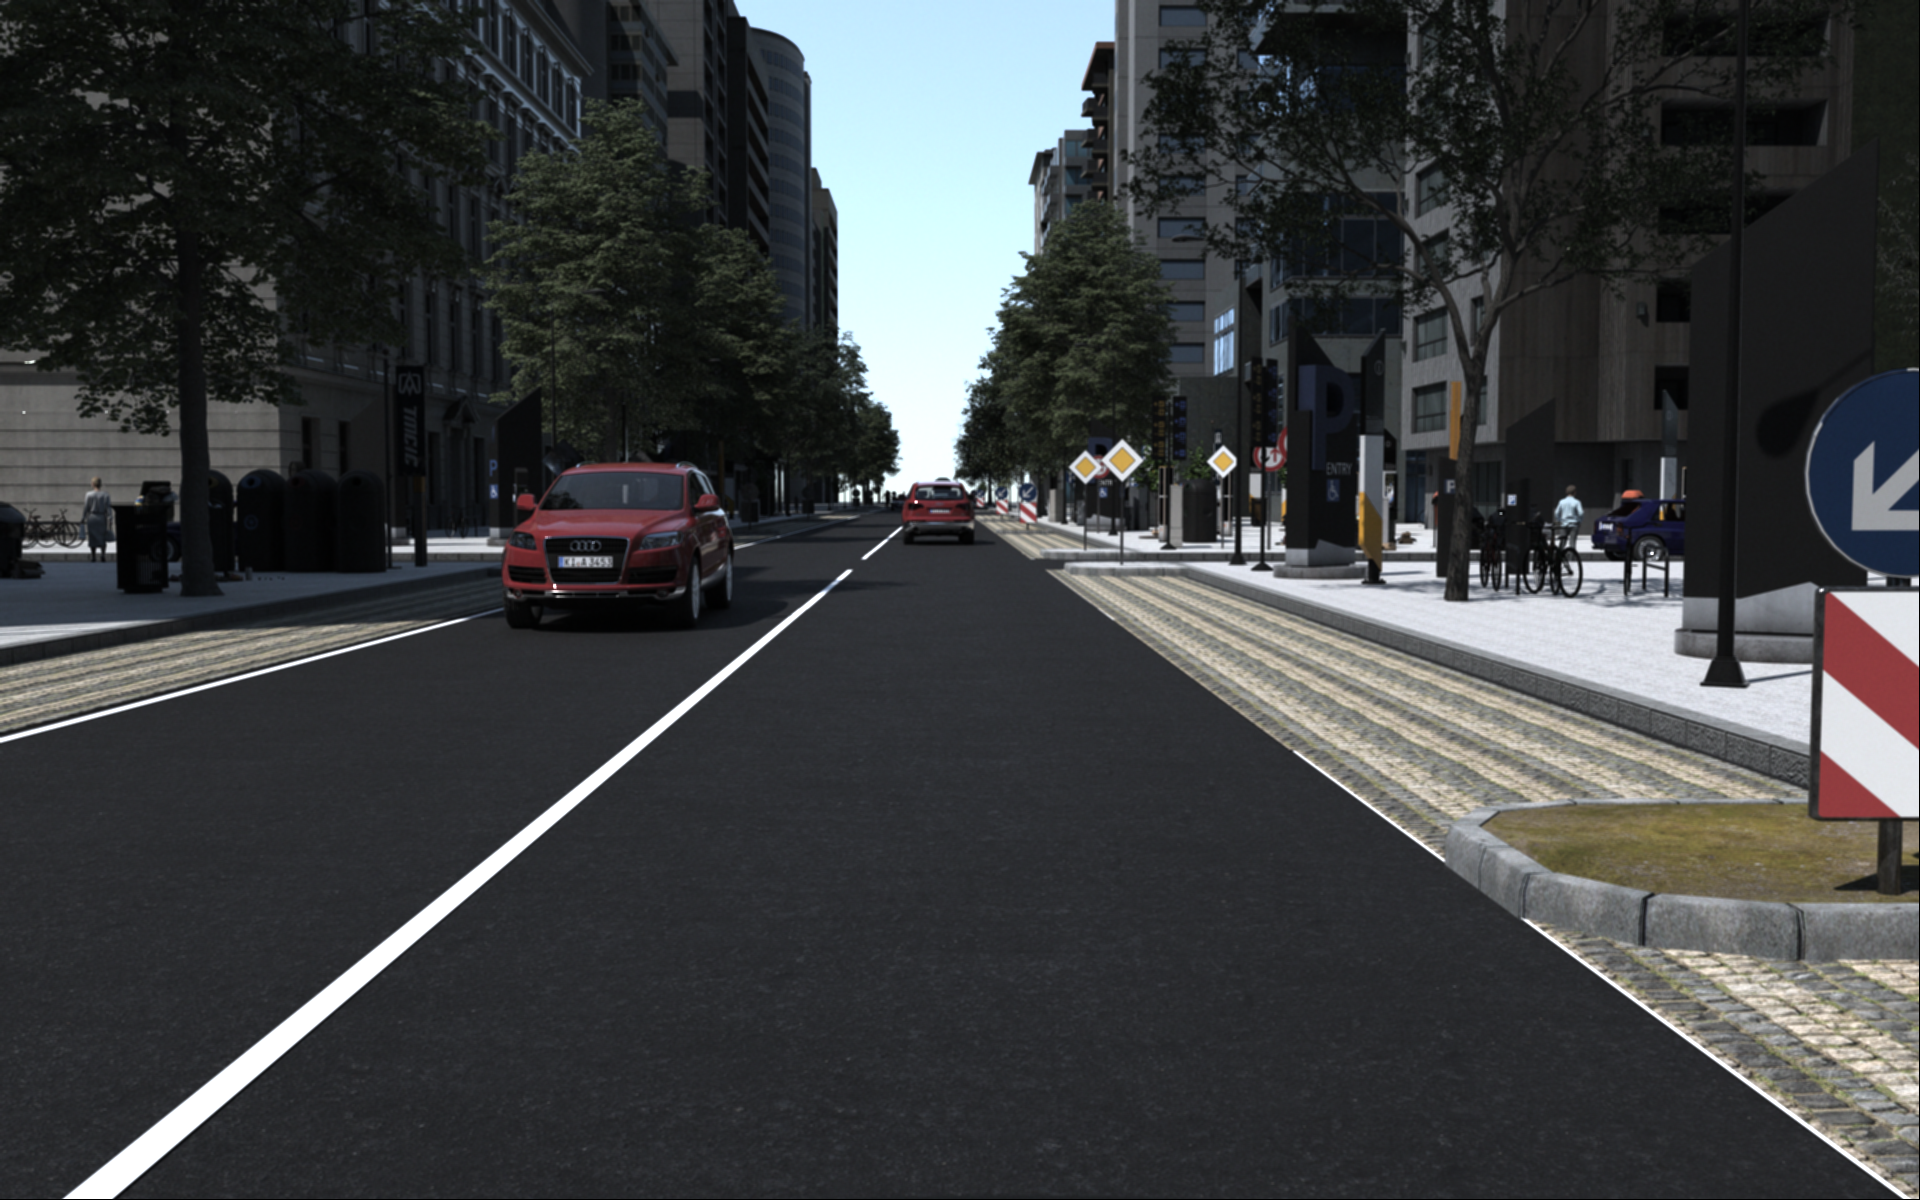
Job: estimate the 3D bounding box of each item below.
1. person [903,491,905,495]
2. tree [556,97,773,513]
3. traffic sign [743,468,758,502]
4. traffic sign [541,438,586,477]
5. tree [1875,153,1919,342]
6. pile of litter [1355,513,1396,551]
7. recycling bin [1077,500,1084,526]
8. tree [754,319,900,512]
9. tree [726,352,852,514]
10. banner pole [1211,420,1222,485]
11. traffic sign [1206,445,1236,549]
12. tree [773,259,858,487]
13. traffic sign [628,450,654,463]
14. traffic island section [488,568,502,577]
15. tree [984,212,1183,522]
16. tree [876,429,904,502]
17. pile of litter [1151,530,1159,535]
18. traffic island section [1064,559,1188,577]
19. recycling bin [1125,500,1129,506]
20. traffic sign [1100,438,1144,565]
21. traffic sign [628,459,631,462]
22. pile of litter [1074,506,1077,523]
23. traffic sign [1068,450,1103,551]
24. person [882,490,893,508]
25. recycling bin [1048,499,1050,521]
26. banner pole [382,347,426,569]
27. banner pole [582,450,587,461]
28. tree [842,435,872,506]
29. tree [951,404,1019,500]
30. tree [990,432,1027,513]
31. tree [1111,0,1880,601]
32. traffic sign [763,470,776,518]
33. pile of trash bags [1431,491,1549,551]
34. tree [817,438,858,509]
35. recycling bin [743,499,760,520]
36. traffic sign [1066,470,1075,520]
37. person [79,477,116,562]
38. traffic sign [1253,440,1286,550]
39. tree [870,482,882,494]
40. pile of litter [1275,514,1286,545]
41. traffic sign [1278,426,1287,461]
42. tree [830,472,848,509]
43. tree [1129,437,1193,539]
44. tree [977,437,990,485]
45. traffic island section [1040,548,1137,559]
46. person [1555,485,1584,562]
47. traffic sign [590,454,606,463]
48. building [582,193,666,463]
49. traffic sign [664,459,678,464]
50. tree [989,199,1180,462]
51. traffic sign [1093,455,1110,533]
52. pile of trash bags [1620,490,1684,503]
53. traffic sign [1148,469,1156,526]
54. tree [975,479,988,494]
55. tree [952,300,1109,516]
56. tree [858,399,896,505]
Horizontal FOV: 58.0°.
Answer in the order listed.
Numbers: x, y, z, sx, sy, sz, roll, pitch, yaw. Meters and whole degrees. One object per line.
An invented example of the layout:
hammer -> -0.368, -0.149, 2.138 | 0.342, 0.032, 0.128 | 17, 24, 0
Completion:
person -> -8.506, -15.643, 263.900 | 0.705, 1.869, 1.348 | 1, 4, 16
tree -> -10.059, -8.047, 49.694 | 7.486, 12.596, 7.792 | 0, 3, 0
traffic sign -> -10.318, -5.216, 85.390 | 0.768, 2.556, 0.104 | 0, 4, 8
traffic sign -> -7.125, -1.683, 31.154 | 0.795, 2.450, 0.064 | 0, 4, -1
tree -> 15.832, -4.615, 25.816 | 4.360, 8.622, 3.978 | 0, 3, 0
pile of litter -> 9.435, -1.579, 39.780 | 1.176, 0.858, 1.719 | 0, 4, 8
recycling bin -> 5.164, -3.505, 69.865 | 0.722, 1.027, 0.722 | 2, 4, 25
tree -> -11.068, -13.450, 126.559 | 9.857, 13.997, 8.962 | 0, 3, 0
tree -> -10.913, -10.717, 109.637 | 8.767, 10.594, 7.601 | 0, 4, 2
banner pole -> 8.669, -4.205, 58.773 | 0.401, 3.779, 0.863 | -1, 4, -21
traffic sign -> 6.152, -2.406, 40.528 | 0.795, 2.450, 0.064 | 0, 4, 4
tree -> -9.830, -9.490, 73.292 | 7.486, 12.596, 7.792 | 0, 3, 0
traffic sign -> -7.207, -2.171, 39.139 | 0.795, 2.450, 0.064 | 0, 4, -1
traffic island section -> -7.148, -0.546, 31.215 | 2.009, 0.180, 2.903 | 0, 4, -1
tree -> 5.468, -10.593, 79.852 | 9.857, 13.997, 8.962 | 0, 3, 0
tree -> -12.528, -20.925, 267.874 | 9.928, 11.665, 9.643 | 0, 3, 0
pile of litter -> 6.507, -2.425, 53.618 | 1.176, 0.858, 1.719 | 0, 4, 6
traffic island section -> 2.943, -0.552, 31.314 | 2.009, 0.180, 2.903 | 0, 4, -1
recycling bin -> 6.906, -3.481, 69.468 | 0.722, 1.027, 0.722 | -2, 4, -25
traffic sign -> 2.919, -1.688, 31.237 | 0.795, 2.450, 0.064 | 0, 4, -1
traffic sign -> -11.835, -3.818, 62.530 | 0.768, 2.556, 0.104 | 0, 4, 5
pile of litter -> 5.522, -3.788, 75.897 | 1.176, 0.858, 1.719 | 2, 4, 25
traffic sign -> 2.837, -2.176, 39.221 | 0.795, 2.450, 0.064 | 0, 4, -1
person -> -7.236, -10.013, 172.175 | 1.348, 1.831, 0.705 | 2, 4, 24
recycling bin -> 4.601, -4.249, 82.028 | 0.722, 1.027, 0.722 | 1, 4, 21
banner pole -> -9.580, -2.428, 29.721 | 0.863, 3.779, 0.401 | -1, 4, -10
banner pole -> -15.839, -5.082, 73.103 | 0.401, 3.779, 0.863 | 0, 4, 6
tree -> -11.730, -14.625, 189.483 | 4.737, 8.622, 4.395 | 0, 3, 0
tree -> 4.119, -16.459, 179.467 | 12.009, 13.543, 11.850 | 0, 3, 0
tree -> 4.975, -11.654, 140.899 | 4.737, 8.622, 4.395 | 0, 3, 0
tree -> 5.895, -5.245, 20.169 | 8.767, 10.594, 7.601 | 1, 4, 8
traffic sign -> -10.053, -5.560, 91.008 | 0.768, 2.556, 0.104 | 0, 4, 4
pile of trash bags -> 12.132, -1.874, 40.386 | 1.912, 1.369, 3.447 | -1, 4, -21
tree -> -10.648, -11.916, 145.187 | 4.360, 8.622, 3.978 | 0, 3, 0
recycling bin -> -10.476, -4.548, 86.906 | 0.722, 1.027, 0.722 | -1, 4, -21
traffic sign -> 5.532, -5.256, 86.037 | 0.768, 2.556, 0.104 | 0, 4, 5
person -> -17.455, -1.598, 34.981 | 0.694, 1.780, 0.624 | -1, 4, -18
traffic sign -> 7.102, -2.425, 39.751 | 0.768, 2.556, 0.104 | 0, 4, 5
tree -> -11.960, -15.655, 250.552 | 1.663, 3.219, 1.824 | 0, 3, 0
pile of litter -> 8.545, -1.805, 43.473 | 1.176, 0.858, 1.719 | 0, 4, -4
traffic sign -> 5.933, -1.847, 30.311 | 0.768, 2.556, 0.104 | 0, 4, 4
tree -> -10.752, -9.483, 149.649 | 1.663, 3.219, 1.824 | 0, 3, 0
tree -> 5.560, -3.399, 50.173 | 1.663, 3.219, 1.824 | 0, 3, 0
tree -> 3.975, -12.575, 155.956 | 4.737, 8.622, 4.395 | 0, 3, 0
traffic island section -> 2.861, -1.041, 39.299 | 2.009, 0.180, 2.903 | 0, 4, -1
person -> 12.028, -1.458, 34.155 | 0.330, 1.601, 0.589 | -3, 5, -43
traffic sign -> -11.315, -3.334, 54.610 | 0.768, 2.556, 0.104 | 0, 4, 2
building -> -23.298, -14.393, 99.956 | 10.561, 19.102, 19.286 | 0, 4, -1
traffic sign -> -10.528, -3.862, 63.253 | 0.768, 2.556, 0.104 | 0, 4, 5
tree -> 4.842, -9.129, 67.388 | 7.486, 12.596, 7.792 | 0, 3, 0
traffic sign -> 4.532, -3.461, 56.698 | 0.768, 2.556, 0.104 | 0, 4, 3
pile of trash bags -> 16.784, -1.935, 41.397 | 3.447, 1.369, 1.912 | -3, 5, -42
traffic sign -> 6.377, -3.371, 56.307 | 0.795, 2.450, 0.064 | 0, 4, 2
tree -> 2.983, -15.493, 247.913 | 1.663, 3.219, 1.824 | 0, 3, 0
tree -> 4.677, -11.279, 101.419 | 9.611, 12.733, 9.660 | 0, 3, 0
tree -> -11.013, -17.569, 205.378 | 7.486, 12.596, 7.792 | 0, 3, 0
